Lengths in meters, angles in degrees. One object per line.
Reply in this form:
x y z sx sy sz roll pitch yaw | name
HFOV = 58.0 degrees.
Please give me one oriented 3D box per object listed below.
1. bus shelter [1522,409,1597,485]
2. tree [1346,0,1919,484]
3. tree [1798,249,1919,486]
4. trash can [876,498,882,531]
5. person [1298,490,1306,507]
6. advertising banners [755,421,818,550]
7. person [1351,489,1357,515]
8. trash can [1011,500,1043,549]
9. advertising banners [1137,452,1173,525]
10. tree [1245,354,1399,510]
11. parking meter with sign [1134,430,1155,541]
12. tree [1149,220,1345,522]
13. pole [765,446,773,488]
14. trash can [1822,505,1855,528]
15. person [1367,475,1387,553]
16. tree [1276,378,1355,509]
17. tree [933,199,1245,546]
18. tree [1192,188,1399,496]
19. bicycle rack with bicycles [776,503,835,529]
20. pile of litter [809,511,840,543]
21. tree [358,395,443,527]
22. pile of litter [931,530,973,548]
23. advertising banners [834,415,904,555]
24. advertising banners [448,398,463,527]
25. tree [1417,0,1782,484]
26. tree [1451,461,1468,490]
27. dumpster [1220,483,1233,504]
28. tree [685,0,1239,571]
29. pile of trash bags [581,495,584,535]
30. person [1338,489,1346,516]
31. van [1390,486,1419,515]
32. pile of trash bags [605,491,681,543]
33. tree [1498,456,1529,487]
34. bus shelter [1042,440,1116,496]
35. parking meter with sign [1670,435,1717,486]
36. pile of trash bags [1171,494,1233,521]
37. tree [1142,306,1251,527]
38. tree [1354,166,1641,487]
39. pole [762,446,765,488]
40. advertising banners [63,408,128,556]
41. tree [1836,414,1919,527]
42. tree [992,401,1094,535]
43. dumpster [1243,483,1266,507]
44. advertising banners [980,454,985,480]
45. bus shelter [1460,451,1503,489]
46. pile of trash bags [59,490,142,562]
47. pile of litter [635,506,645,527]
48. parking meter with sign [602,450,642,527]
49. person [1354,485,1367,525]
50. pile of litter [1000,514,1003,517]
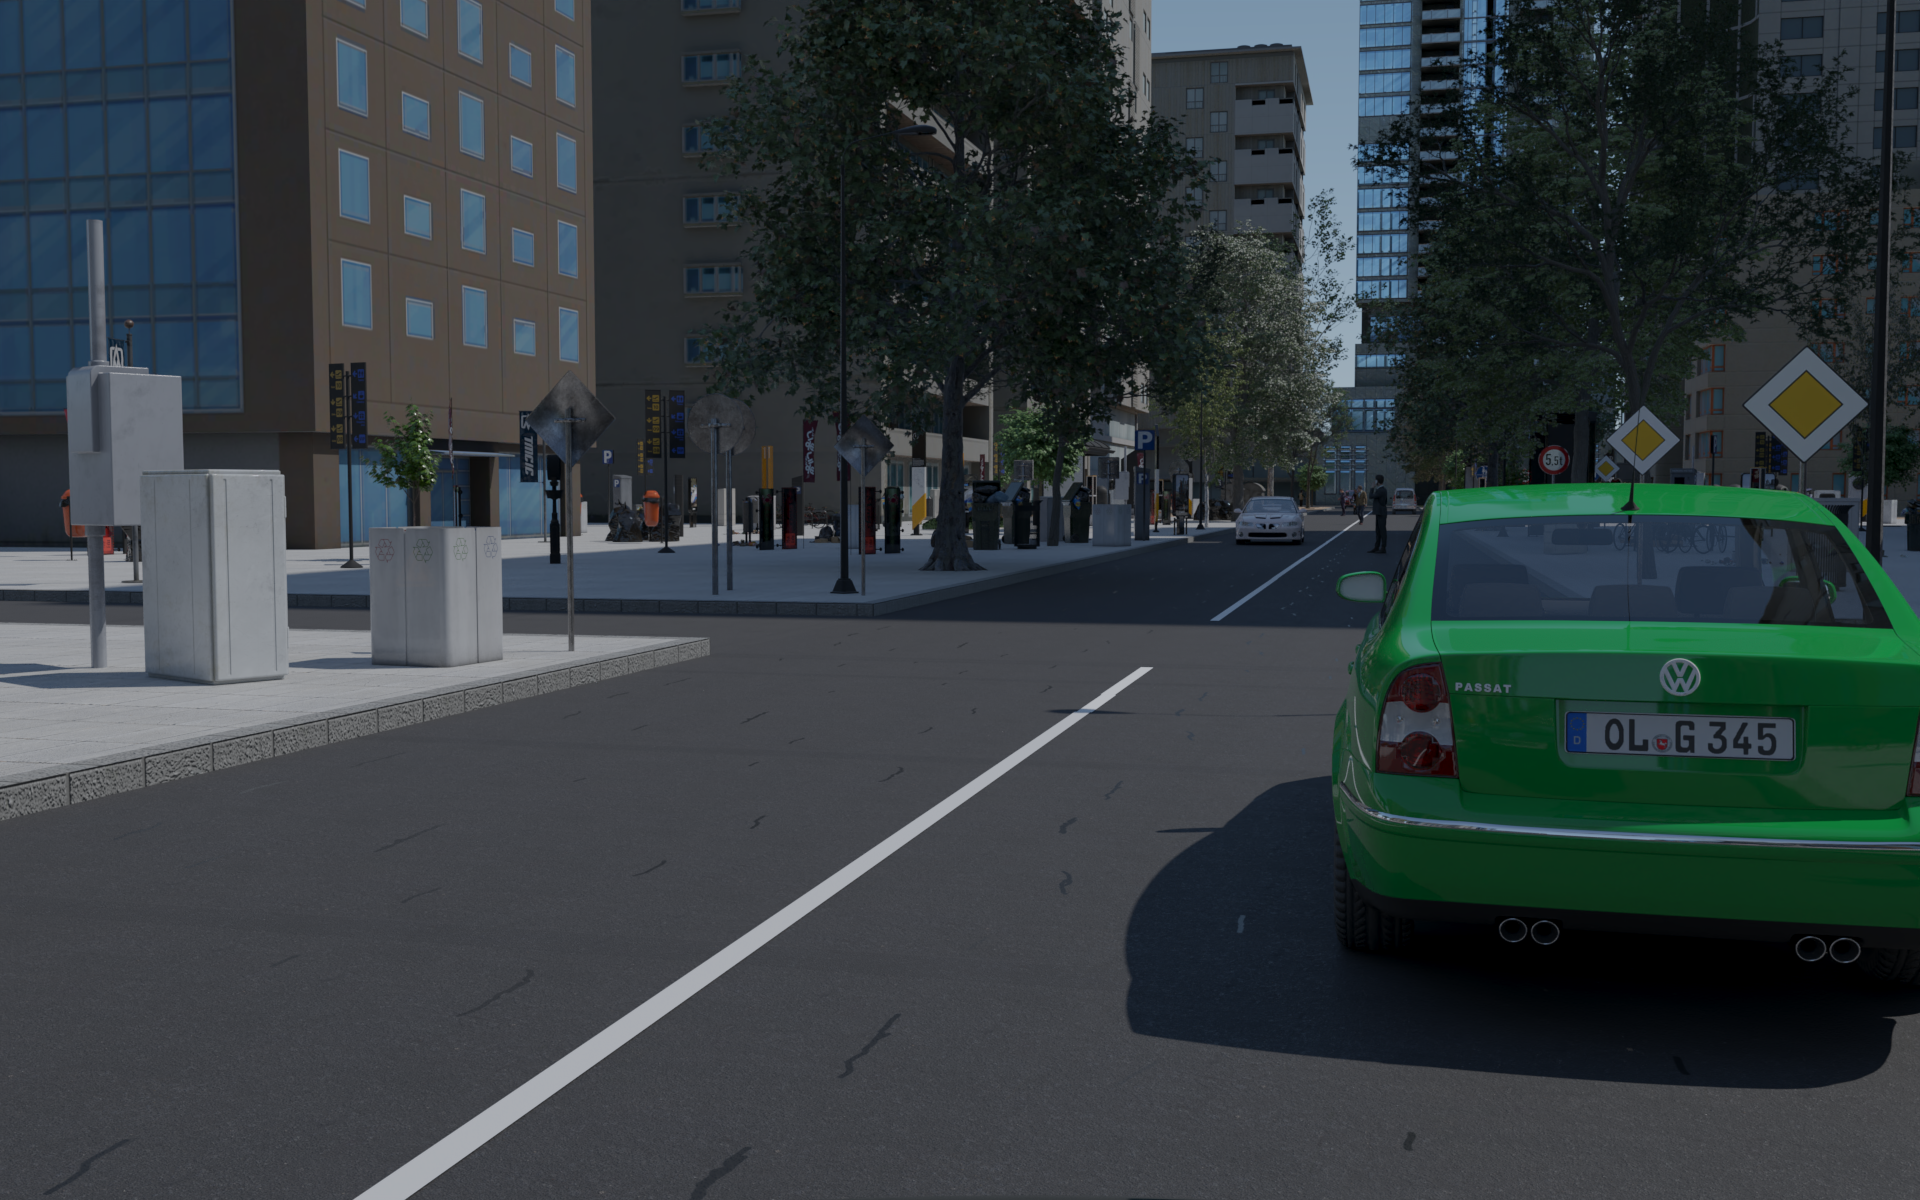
16.896 -3.542 49.190 1.731 3.624 6.357 1 4 14 | bus shelter
10.426 -5.618 26.270 8.767 10.594 7.601 0 4 0 | tree
27.844 -6.288 53.169 4.360 8.622 3.978 0 3 0 | tree
-3.055 -2.932 59.589 0.748 1.137 0.748 0 3 0 | trash can
34.362 -10.130 174.214 0.705 1.812 1.348 -2 4 -28 | person
-3.982 -2.688 40.140 0.090 3.025 2.074 3 4 38 | advertising banners
27.369 -6.758 119.507 1.217 1.766 0.721 -3 5 -41 | person
1.564 -1.756 40.369 0.748 1.137 0.748 0 3 0 | trash can
8.100 -4.648 72.189 0.090 3.025 2.074 -3 4 -39 | advertising banners
26.738 -14.014 139.493 12.009 13.543 11.850 0 3 0 | tree
5.072 -3.169 48.066 0.543 3.016 1.738 0 4 3 | parking meter with sign
13.103 -10.637 80.569 9.857 13.997 8.962 0 3 0 | tree
-7.999 -4.850 73.138 0.158 3.312 0.155 0 3 0 | pole
11.436 -0.693 22.984 0.748 1.137 0.748 0 3 0 | trash can
10.100 -2.081 41.887 0.474 1.900 0.648 1 4 12 | person
30.622 -13.791 151.238 9.928 11.665 9.643 0 3 0 | tree
2.522 -6.590 42.164 7.601 10.594 8.767 3 5 44 | tree
20.353 -15.425 108.085 12.611 20.169 13.585 0 3 0 | tree
-6.385 -3.429 69.440 2.925 0.926 2.852 0 4 -4 | bicycle rack with bicycles
-3.100 -1.945 45.772 1.719 0.858 1.176 0 4 3 | pile of litter
-10.624 -2.403 33.894 1.663 3.219 1.824 0 3 0 | tree
-0.087 -1.701 41.775 1.176 0.858 1.719 2 4 34 | pile of litter
-1.947 -2.480 36.728 0.090 3.025 2.074 3 5 43 | advertising banners
-9.025 -2.128 30.977 0.090 3.025 2.074 -1 4 -20 | advertising banners
14.269 -7.353 38.342 7.486 12.596 7.792 0 3 0 | tree
25.693 -5.730 88.281 1.663 3.219 1.824 0 3 0 | tree
14.795 -5.399 94.027 1.264 1.857 1.865 1 4 14 | dumpster
-0.031 -6.834 28.743 9.611 12.733 9.660 0 3 0 | tree
-13.233 -2.757 54.833 3.447 1.369 1.912 2 4 33 | pile of trash bags
24.868 -6.354 112.830 0.568 1.767 0.683 -1 4 -19 | person
31.211 -7.013 121.668 2.013 2.044 4.112 1 4 14 | van
-8.412 -2.239 46.363 1.912 1.369 3.447 -1 4 -17 | pile of trash bags
21.622 -4.489 67.990 1.663 3.219 1.824 0 3 0 | tree
4.060 -4.111 61.141 2.014 3.302 5.546 1 4 14 | bus shelter
21.589 -3.392 51.715 1.738 3.016 0.543 2 4 33 | parking meter with sign
11.860 -4.540 83.986 3.447 1.369 1.912 -1 4 -9 | pile of trash bags
9.366 -7.125 66.852 4.737 8.622 4.395 0 3 0 | tree
18.586 -8.742 59.938 9.611 12.733 9.660 0 3 0 | tree
-8.360 -4.900 73.956 0.158 3.312 0.155 0 3 0 | pole
-17.983 -2.458 36.382 0.090 3.025 2.074 1 4 16 | advertising banners
36.579 -5.188 68.534 4.285 4.588 4.351 0 3 0 | tree
2.676 -4.391 55.503 4.285 4.588 4.351 0 3 0 | tree
14.924 -5.061 88.501 1.264 1.857 1.865 1 4 14 | dumpster
0.660 -4.913 76.512 0.090 3.025 2.074 -2 4 -24 | advertising banners
24.977 -5.431 82.715 2.014 3.302 5.546 1 4 14 | bus shelter
-15.707 -1.453 33.501 3.447 1.369 1.912 0 4 3 | pile of trash bags
-11.419 -3.032 63.541 1.176 0.858 1.719 1 4 18 | pile of litter
-13.420 -4.449 68.999 0.543 3.016 1.738 2 4 32 | parking meter with sign
18.763 -4.450 81.164 0.656 1.842 0.836 1 4 21 | person
2.153 -4.325 84.685 1.719 0.858 1.176 -1 4 -14 | pile of litter
